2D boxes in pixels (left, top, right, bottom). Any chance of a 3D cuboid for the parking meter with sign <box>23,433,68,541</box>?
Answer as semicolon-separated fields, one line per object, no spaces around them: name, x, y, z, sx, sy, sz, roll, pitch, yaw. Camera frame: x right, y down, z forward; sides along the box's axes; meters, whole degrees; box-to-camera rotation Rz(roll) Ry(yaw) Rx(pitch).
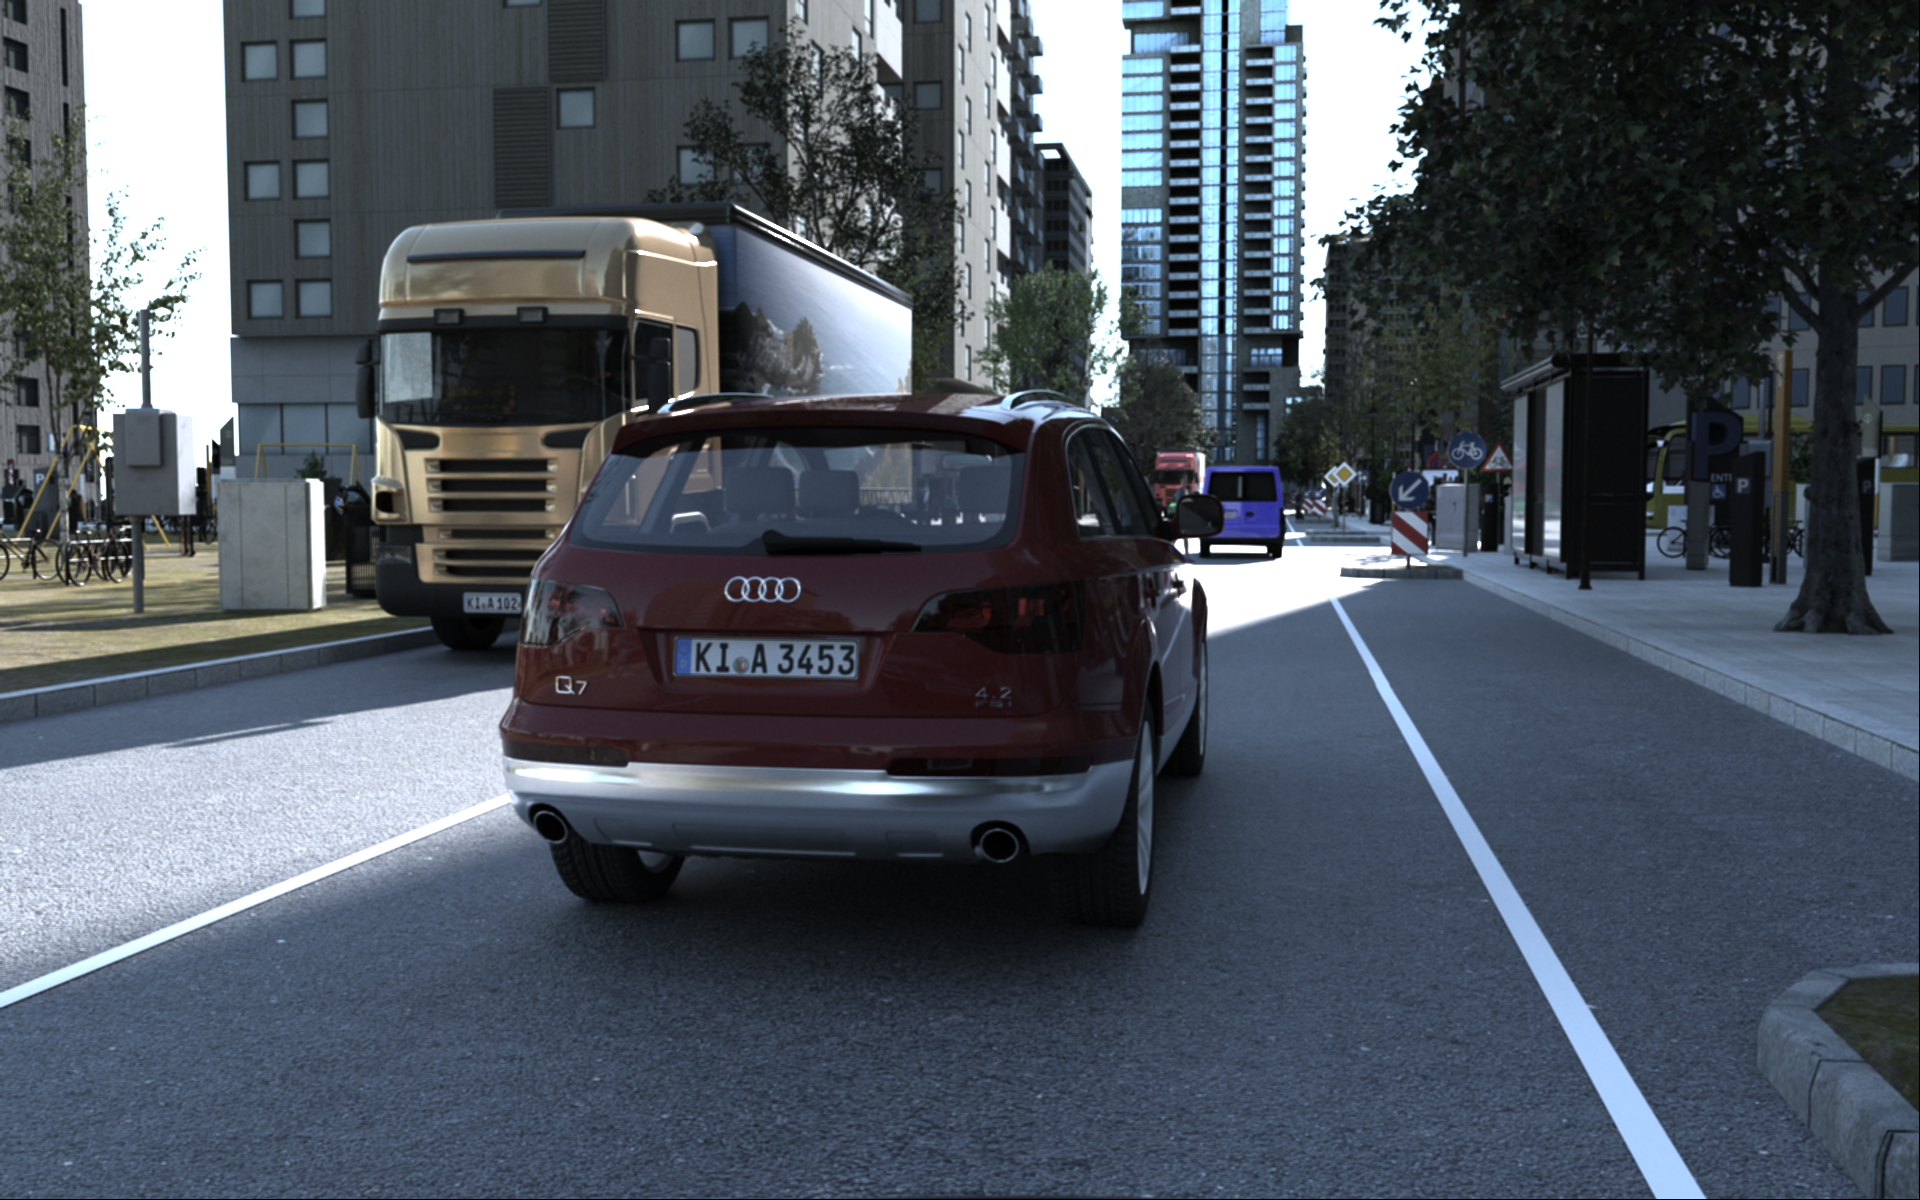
parking meter with sign;-25.639;-3.196;48.519;0.543;3.016;1.738;0;4;-3

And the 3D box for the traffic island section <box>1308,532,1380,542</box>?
traffic island section;11.730;-1.871;52.872;2.009;0.180;2.903;1;4;10

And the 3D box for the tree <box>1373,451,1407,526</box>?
tree;17.765;-4.642;70.492;1.663;3.219;1.824;0;3;0

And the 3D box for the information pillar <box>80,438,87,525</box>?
information pillar;-36.215;-4.904;71.528;0.183;3.616;0.504;-3;4;-38

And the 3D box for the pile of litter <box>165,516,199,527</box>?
pile of litter;-30.890;-3.349;68.724;1.176;0.858;1.719;2;4;29

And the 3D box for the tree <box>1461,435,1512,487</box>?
tree;29.468;-6.891;96.374;4.285;4.588;4.351;0;3;0

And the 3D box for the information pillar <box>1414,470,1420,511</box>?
information pillar;14.127;-2.982;53.243;0.304;2.012;0.304;-2;4;-27

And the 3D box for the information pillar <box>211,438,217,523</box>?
information pillar;-31.028;-4.954;72.360;0.183;3.616;0.504;2;4;31

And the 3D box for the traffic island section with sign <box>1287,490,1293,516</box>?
traffic island section with sign;22.384;-6.327;112.076;1.989;1.847;2.006;1;4;10

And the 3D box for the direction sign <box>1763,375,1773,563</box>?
direction sign;15.031;-2.458;32.193;0.379;3.537;0.876;1;4;23

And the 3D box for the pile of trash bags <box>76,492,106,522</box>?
pile of trash bags;-40.386;-4.328;80.513;1.912;1.369;3.447;0;4;-2

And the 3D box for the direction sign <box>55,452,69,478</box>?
direction sign;-43.362;-5.608;83.683;0.379;3.537;0.876;0;4;8

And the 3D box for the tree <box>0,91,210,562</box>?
tree;-16.728;-5.027;32.552;4.737;8.622;4.395;0;3;0

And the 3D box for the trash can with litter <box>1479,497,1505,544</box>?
trash can with litter;13.962;-2.019;44.402;1.055;1.170;0.624;-2;4;-26

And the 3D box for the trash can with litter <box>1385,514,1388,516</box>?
trash can with litter;24.615;-5.485;100.731;2.233;1.210;1.678;0;4;0

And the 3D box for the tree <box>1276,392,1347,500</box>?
tree;35.566;-15.169;173.760;9.928;11.665;9.643;0;3;0

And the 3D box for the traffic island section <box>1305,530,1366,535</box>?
traffic island section;13.143;-2.352;60.732;2.009;0.180;2.903;1;4;10

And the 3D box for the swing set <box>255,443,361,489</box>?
swing set;-20.143;-3.441;53.880;3.119;2.851;2.862;0;4;-8

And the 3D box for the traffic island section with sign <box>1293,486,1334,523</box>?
traffic island section with sign;17.623;-4.704;85.543;1.989;1.847;2.006;1;4;10

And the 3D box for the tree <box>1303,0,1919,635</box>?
tree;8.066;-6.049;15.903;9.611;12.733;9.660;0;3;0

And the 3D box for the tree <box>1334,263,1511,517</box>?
tree;13.217;-5.947;47.593;4.737;8.622;4.395;0;3;0

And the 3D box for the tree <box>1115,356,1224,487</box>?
tree;16.436;-13.855;143.533;9.611;12.733;9.660;0;3;0

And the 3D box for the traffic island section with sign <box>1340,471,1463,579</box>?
traffic island section with sign;7.673;-1.321;30.225;1.989;1.847;2.006;1;4;10

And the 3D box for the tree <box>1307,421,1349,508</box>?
tree;35.083;-13.118;164.848;4.360;8.622;3.978;0;3;0

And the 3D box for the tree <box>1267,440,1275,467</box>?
tree;41.172;-17.651;205.607;9.611;12.733;9.660;0;3;0

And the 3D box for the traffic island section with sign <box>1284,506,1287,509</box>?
traffic island section with sign;31.177;-9.317;160.968;1.989;1.847;2.006;1;4;10

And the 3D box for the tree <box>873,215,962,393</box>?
tree;-1.773;-5.818;45.482;4.737;8.622;4.395;0;3;0

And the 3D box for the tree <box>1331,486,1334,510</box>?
tree;30.937;-9.029;142.218;1.663;3.219;1.824;0;3;0

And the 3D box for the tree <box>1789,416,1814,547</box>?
tree;20.885;-2.912;42.214;1.663;3.219;1.824;0;3;0

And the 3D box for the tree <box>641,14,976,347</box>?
tree;-3.420;-6.143;34.856;8.767;10.594;7.601;1;4;19

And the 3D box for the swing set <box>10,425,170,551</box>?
swing set;-20.392;-2.637;40.729;2.862;2.851;3.119;-1;4;-15

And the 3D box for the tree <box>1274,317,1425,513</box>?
tree;26.637;-12.693;117.898;12.009;13.543;11.850;0;3;0

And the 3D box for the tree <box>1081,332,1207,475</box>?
tree;13.781;-13.487;130.877;12.009;13.543;11.850;0;3;0

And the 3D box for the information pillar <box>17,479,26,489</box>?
information pillar;-45.444;-4.857;83.903;0.304;2.012;0.304;-1;4;-13

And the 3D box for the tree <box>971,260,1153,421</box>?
tree;4.327;-9.171;75.709;9.928;11.665;9.643;0;3;0

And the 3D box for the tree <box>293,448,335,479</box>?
tree;-26.937;-4.768;72.554;1.663;3.219;1.824;0;3;0

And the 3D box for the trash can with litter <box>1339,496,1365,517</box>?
trash can with litter;22.712;-5.375;98.945;2.233;1.210;1.678;0;4;-3

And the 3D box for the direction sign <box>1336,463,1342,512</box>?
direction sign;27.823;-8.242;126.752;0.379;3.537;0.876;-2;4;-33

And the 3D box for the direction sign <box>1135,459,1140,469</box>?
direction sign;11.413;-7.439;113.627;0.876;3.537;0.379;3;4;38

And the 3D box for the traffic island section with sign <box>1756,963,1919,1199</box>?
traffic island section with sign;2.899;0.302;3.695;1.989;1.847;2.006;1;4;10

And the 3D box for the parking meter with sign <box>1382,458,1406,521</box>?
parking meter with sign;20.972;-5.286;82.690;0.543;3.016;1.738;-2;4;-31

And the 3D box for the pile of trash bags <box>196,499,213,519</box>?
pile of trash bags;-37.968;-4.774;87.804;3.447;1.369;1.912;-3;5;-41

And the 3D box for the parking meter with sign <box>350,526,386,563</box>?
parking meter with sign;-10.579;-2.221;32.570;1.738;3.016;0.543;-1;4;-9

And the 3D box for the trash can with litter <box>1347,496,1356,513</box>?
trash can with litter;26.456;-6.413;116.234;0.624;1.170;1.055;-3;4;-36

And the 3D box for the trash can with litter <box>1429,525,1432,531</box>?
trash can with litter;16.461;-3.013;60.318;1.678;1.210;2.233;2;4;32

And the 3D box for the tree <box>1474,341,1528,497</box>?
tree;26.107;-8.033;81.703;4.360;8.622;3.978;0;3;0

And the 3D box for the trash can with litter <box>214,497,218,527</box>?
trash can with litter;-28.991;-3.476;68.226;0.624;1.170;1.055;-2;4;-34
